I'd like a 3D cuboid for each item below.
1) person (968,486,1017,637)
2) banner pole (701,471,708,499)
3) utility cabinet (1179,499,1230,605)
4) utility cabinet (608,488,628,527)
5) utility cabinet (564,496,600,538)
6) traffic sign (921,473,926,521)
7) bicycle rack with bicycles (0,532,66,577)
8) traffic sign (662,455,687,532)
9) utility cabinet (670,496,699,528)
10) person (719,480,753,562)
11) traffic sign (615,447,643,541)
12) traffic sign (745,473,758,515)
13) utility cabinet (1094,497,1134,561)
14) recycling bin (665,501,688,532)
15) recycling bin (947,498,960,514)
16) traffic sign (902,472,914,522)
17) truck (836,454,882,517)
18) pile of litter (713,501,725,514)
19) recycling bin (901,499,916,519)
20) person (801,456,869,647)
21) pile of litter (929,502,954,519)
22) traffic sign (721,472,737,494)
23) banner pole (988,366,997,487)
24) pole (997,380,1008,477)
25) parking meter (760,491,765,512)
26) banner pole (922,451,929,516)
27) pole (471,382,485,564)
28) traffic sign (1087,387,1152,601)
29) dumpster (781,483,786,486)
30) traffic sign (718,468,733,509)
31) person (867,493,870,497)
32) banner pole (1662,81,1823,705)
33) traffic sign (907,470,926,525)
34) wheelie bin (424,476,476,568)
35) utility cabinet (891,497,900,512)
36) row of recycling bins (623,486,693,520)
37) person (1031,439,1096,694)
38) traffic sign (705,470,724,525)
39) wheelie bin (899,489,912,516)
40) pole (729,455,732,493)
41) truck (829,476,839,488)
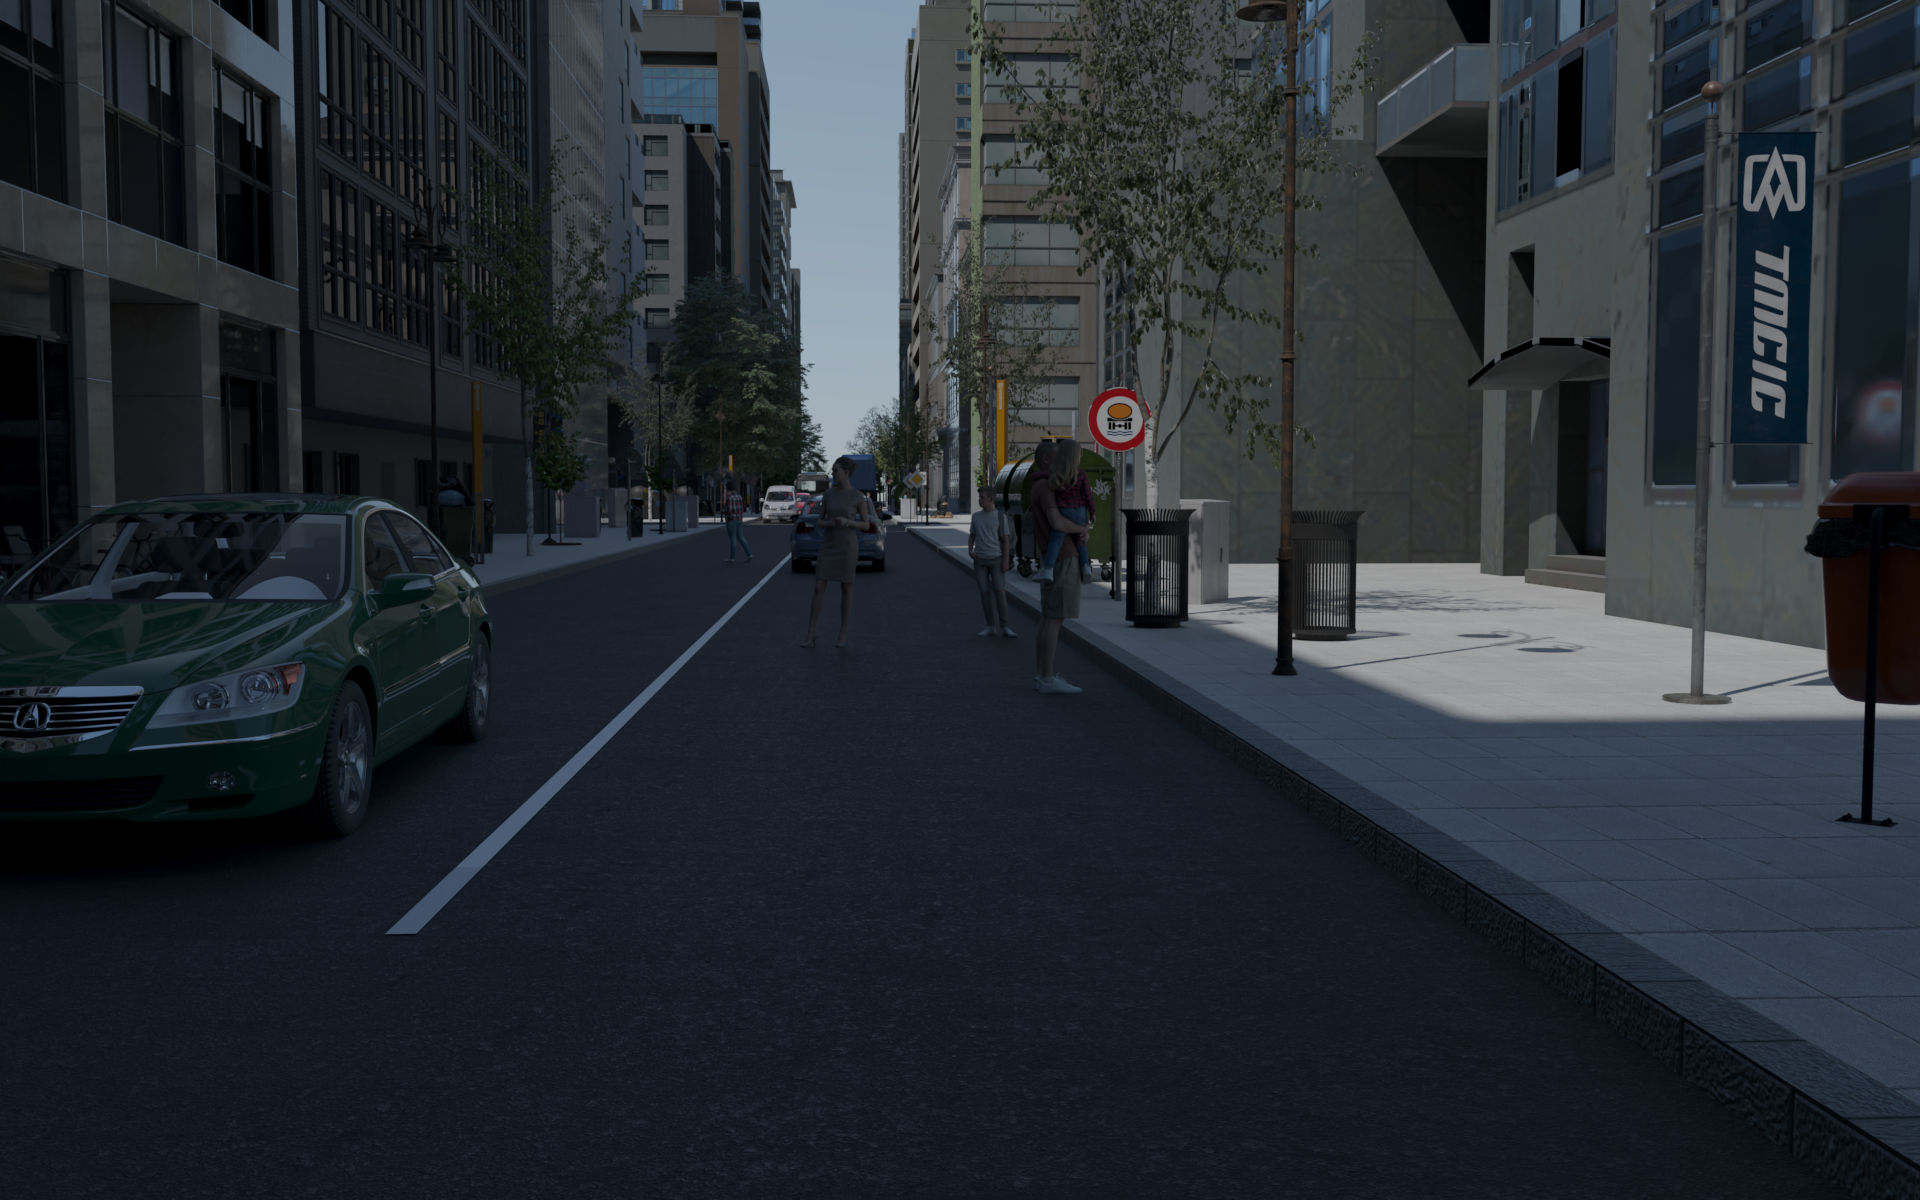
[{"bbox_3d":[0.342,-0.389,17.460,0.503,1.515,0.523,-1,4,-10],"label":"person"},{"bbox_3d":[-16.491,-7.453,111.870,0.401,3.779,0.863,2,4,28],"label":"banner pole"},{"bbox_3d":[2.908,-0.572,20.517,0.306,1.237,1.020,2,4,26],"label":"utility cabinet"},{"bbox_3d":[-13.080,-3.523,66.285,0.318,1.500,1.173,1,4,12],"label":"utility cabinet"},{"bbox_3d":[-11.148,-2.442,51.080,1.020,1.237,0.306,1,4,14],"label":"utility cabinet"},{"bbox_3d":[-1.787,-4.821,80.949,0.606,2.300,0.079,0,4,0],"label":"traffic sign"},{"bbox_3d":[-7.726,-0.201,16.670,2.925,0.926,2.852,2,4,31],"label":"bicycle rack with bicycles"},{"bbox_3d":[-9.616,-3.557,58.166,0.884,2.594,0.081,0,4,4],"label":"traffic sign"},{"bbox_3d":[-10.408,-3.322,65.469,1.020,1.237,0.306,0,4,4],"label":"utility cabinet"},{"bbox_3d":[-4.734,-1.662,36.514,0.643,1.720,0.563,2,4,28],"label":"person"},{"bbox_3d":[-9.019,-2.880,47.195,0.768,2.556,0.104,0,4,1],"label":"traffic sign"},{"bbox_3d":[-12.834,-6.517,106.661,0.768,2.556,0.104,0,4,0],"label":"traffic sign"},{"bbox_3d":[2.979,-1.374,33.635,0.306,1.237,1.020,3,4,37],"label":"utility cabinet"},{"bbox_3d":[-9.615,-2.825,58.749,0.722,1.027,0.722,0,4,-6],"label":"recycling bin"},{"bbox_3d":[-0.418,-6.120,112.611,0.722,1.027,0.722,1,4,10],"label":"recycling bin"},{"bbox_3d":[-2.262,-4.635,79.423,0.795,2.450,0.064,0,4,-4],"label":"traffic sign"},{"bbox_3d":[-6.472,-7.437,111.349,2.967,4.110,18.799,0,4,-4],"label":"truck"},{"bbox_3d":[-15.157,-5.854,109.685,1.719,0.858,1.176,0,4,6],"label":"pile of litter"},{"bbox_3d":[-2.686,-4.758,90.349,0.722,1.027,0.722,0,4,6],"label":"recycling bin"},{"bbox_3d":[-1.170,-0.451,16.214,0.599,1.781,0.374,1,4,14],"label":"person"},{"bbox_3d":[-0.849,-4.722,91.165,1.719,0.858,1.176,1,4,20],"label":"pile of litter"},{"bbox_3d":[-10.542,-4.605,78.935,0.795,2.450,0.064,0,4,-4],"label":"traffic sign"},{"bbox_3d":[0.653,-2.703,34.217,0.401,3.779,0.863,1,4,12],"label":"banner pole"},{"bbox_3d":[0.764,-2.281,31.132,0.158,3.312,0.155,0,3,0],"label":"pole"},{"bbox_3d":[-14.214,-7.121,124.836,0.372,1.533,0.369,0,3,0],"label":"parking meter"},{"bbox_3d":[-2.002,-6.833,101.732,0.401,3.779,0.863,2,4,27],"label":"banner pole"},{"bbox_3d":[-8.797,-2.309,31.588,0.158,3.312,0.155,0,3,0],"label":"pole"},{"bbox_3d":[1.903,-1.261,20.729,0.768,2.556,0.104,0,4,1],"label":"traffic sign"},{"bbox_3d":[-15.108,-8.737,145.339,1.502,2.255,1.985,0,4,-3],"label":"dumpster"},{"bbox_3d":[-11.424,-5.147,84.261,0.768,2.556,0.104,0,4,-2],"label":"traffic sign"},{"bbox_3d":[-5.255,-5.339,98.393,0.503,1.515,0.523,3,5,39],"label":"person"},{"bbox_3d":[4.795,-1.259,10.606,0.863,3.779,0.401,0,4,2],"label":"banner pole"},{"bbox_3d":[-1.771,-4.147,71.453,0.795,2.450,0.064,0,4,-4],"label":"traffic sign"},{"bbox_3d":[-8.731,-1.331,29.670,0.693,1.594,0.980,-3,5,-42],"label":"wheelie bin"},{"bbox_3d":[-4.311,-6.763,121.734,1.020,1.237,0.306,1,4,14],"label":"utility cabinet"},{"bbox_3d":[-15.124,-4.932,87.750,3.534,1.692,1.069,-3,5,-43],"label":"row of recycling bins"},{"bbox_3d":[0.716,-0.250,12.556,0.580,1.828,0.573,3,5,42],"label":"person"},{"bbox_3d":[-10.050,-4.118,70.965,0.795,2.450,0.064,0,4,-4],"label":"traffic sign"},{"bbox_3d":[-3.074,-5.538,98.450,0.693,1.594,0.980,-1,4,-19],"label":"wheelie bin"},{"bbox_3d":[-12.099,-5.969,91.435,0.158,3.312,0.155,0,3,0],"label":"pole"},{"bbox_3d":[-19.835,-17.123,269.718,2.967,4.110,18.799,0,4,-4],"label":"truck"}]
